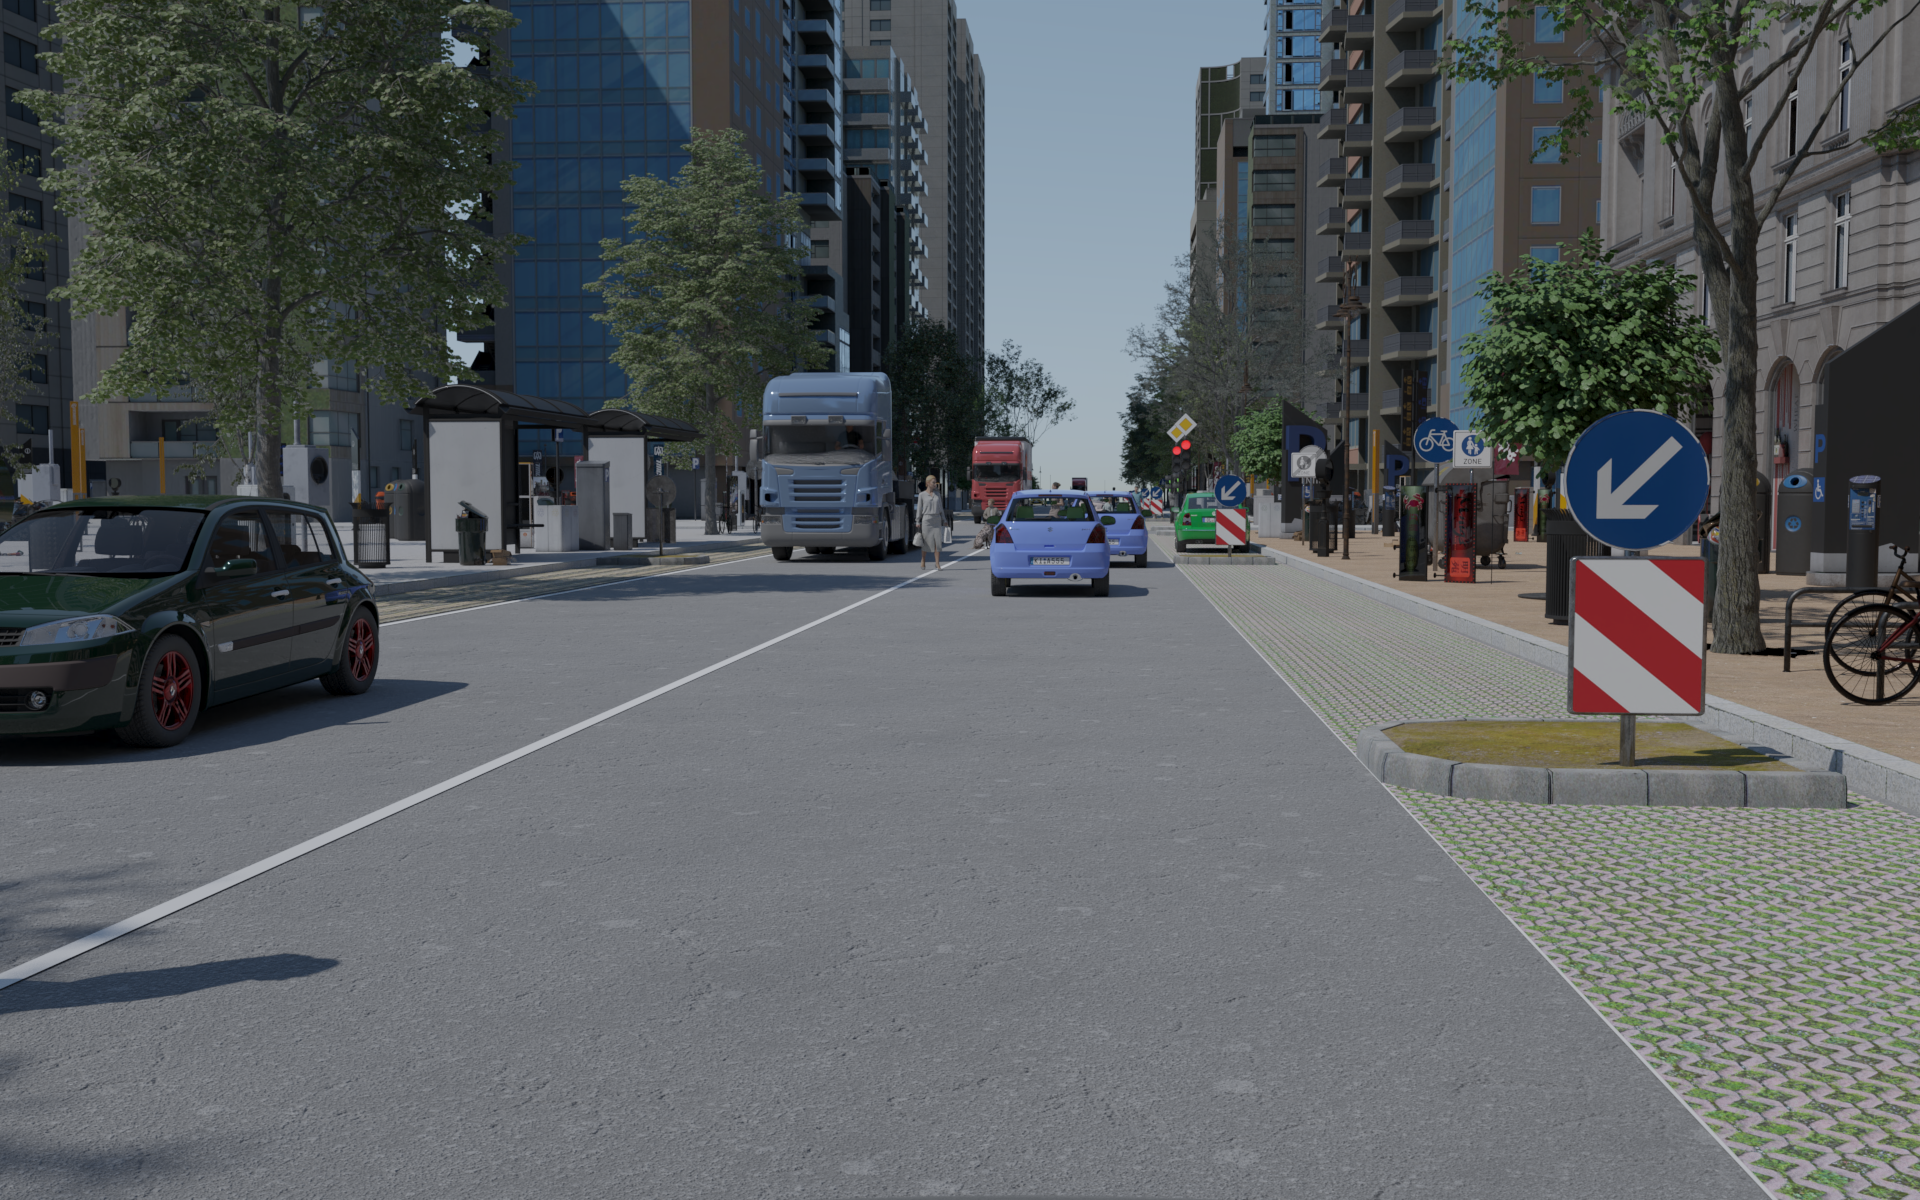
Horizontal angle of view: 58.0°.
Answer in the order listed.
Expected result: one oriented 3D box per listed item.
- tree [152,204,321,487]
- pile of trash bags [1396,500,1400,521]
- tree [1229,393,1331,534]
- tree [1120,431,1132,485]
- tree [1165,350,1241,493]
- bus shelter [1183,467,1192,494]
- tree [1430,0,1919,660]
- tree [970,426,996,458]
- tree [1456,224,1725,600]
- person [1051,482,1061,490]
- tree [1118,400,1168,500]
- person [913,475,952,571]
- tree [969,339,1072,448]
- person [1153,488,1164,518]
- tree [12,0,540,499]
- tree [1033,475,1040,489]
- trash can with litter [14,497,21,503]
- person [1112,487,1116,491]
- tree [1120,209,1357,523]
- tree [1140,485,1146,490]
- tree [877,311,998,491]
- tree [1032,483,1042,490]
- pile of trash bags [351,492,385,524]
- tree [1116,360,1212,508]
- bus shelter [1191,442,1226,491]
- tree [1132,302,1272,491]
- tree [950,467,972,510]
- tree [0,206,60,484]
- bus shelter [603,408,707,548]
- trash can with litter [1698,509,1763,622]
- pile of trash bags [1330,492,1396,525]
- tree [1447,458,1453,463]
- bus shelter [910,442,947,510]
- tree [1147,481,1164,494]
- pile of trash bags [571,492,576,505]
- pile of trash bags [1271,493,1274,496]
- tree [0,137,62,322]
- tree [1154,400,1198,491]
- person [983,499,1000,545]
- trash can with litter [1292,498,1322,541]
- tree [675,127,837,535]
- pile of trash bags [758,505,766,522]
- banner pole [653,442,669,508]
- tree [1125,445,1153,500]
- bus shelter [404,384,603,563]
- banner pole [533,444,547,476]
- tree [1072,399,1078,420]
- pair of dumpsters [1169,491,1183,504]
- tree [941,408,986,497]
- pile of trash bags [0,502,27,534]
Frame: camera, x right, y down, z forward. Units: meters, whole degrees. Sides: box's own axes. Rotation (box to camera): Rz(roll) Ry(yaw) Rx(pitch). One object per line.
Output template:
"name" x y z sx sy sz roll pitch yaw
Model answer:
"tree" -17.587 -5.631 42.430 4.360 8.622 3.978 0 3 0
"pile of trash bags" 20.227 -4.446 82.437 3.447 1.369 1.912 0 4 6
"tree" 10.416 -4.441 56.325 4.285 4.588 4.351 0 3 0
"tree" 27.266 -20.875 259.424 7.486 12.596 7.792 0 3 0
"tree" 12.227 -8.252 85.282 4.360 8.622 3.978 0 3 0
"bus shelter" 16.351 -8.000 122.082 1.731 3.624 6.357 0 4 5
"tree" 6.135 -5.382 13.746 9.928 11.665 9.643 0 3 0
"tree" 2.850 -13.933 178.173 4.360 8.622 3.978 0 3 0
"tree" 7.592 -2.289 21.135 4.285 4.588 4.351 0 3 0
"person" 2.703 -2.528 50.172 0.374 1.781 0.599 -3 4 -36
"tree" 23.859 -17.835 208.607 9.611 12.733 9.660 0 3 0
"person" -0.526 -1.451 32.582 0.694 1.780 0.624 -1 4 -9
"tree" 6.622 -21.596 208.975 12.611 20.169 13.585 0 3 0
"person" 11.092 -5.380 96.639 0.728 1.800 0.709 -1 4 -18
"tree" -9.548 -6.499 24.387 7.486 12.596 7.792 0 3 0
"tree" 10.376 -16.916 260.289 4.285 4.588 4.351 0 3 0
"trash can with litter" -41.863 -3.992 76.654 1.055 1.170 0.624 1 4 21
"person" 9.100 -5.795 103.028 0.659 1.850 0.755 2 4 33
"tree" 11.991 -10.109 75.646 12.009 13.543 11.850 0 3 0
"tree" 29.021 -16.953 271.774 1.663 3.219 1.824 0 3 0
"tree" -2.139 -11.734 108.860 9.611 12.733 9.660 0 3 0
"tree" 13.357 -18.398 295.415 1.663 3.219 1.824 0 3 0
"pile of trash bags" -24.823 -3.921 73.865 1.912 1.369 3.447 -2 4 -25
"tree" 19.029 -15.311 156.989 9.857 13.997 8.962 0 3 0
"bus shelter" 16.232 -8.357 114.268 2.179 5.291 8.768 0 4 5
"tree" 14.753 -11.268 102.359 7.486 12.596 7.792 0 3 0
"tree" 0.278 -9.569 140.174 4.285 4.588 4.351 0 3 0
"tree" -23.615 -5.573 41.483 4.360 8.622 3.978 0 3 0
"bus shelter" -8.003 -3.043 43.685 2.014 3.302 5.546 0 4 5
"trash can with litter" 7.585 -0.371 17.450 0.624 1.170 1.055 0 4 -7
"pile of trash bags" 15.956 -3.797 71.840 3.447 1.369 1.912 -2 4 -24
"tree" 21.009 -4.842 73.773 1.663 3.219 1.824 0 3 0
"bus shelter" -2.135 -8.827 121.952 2.179 5.291 8.768 0 4 5
"tree" 22.039 -11.983 190.521 1.663 3.219 1.824 0 3 0
"pile of trash bags" -19.594 -4.394 81.587 3.447 1.369 1.912 -1 4 -19
"pile of trash bags" 17.378 -5.046 92.250 3.447 1.369 1.912 -3 5 -40
"tree" -18.561 -4.939 31.116 4.737 8.622 4.395 0 3 0
"tree" 16.784 -11.116 132.115 4.737 8.622 4.395 0 3 0
"person" 0.896 -2.199 48.725 0.475 1.303 0.640 0 4 -7
"trash can with litter" 9.396 -2.184 47.103 0.624 1.170 1.055 -2 4 -24
"tree" -7.704 -8.292 53.697 7.486 12.596 7.792 0 3 0
"pile of trash bags" -8.096 -4.223 78.799 1.912 1.369 3.447 -1 4 -19
"banner pole" -13.124 -5.286 76.442 0.863 3.779 0.401 0 4 2
"tree" 31.040 -21.795 290.759 7.601 10.594 8.767 3 5 41
"bus shelter" -8.998 -2.489 34.614 2.014 3.302 5.546 0 4 5
"banner pole" -20.855 -5.885 86.240 0.863 3.779 0.401 -2 4 -25
"tree" 10.316 -23.400 238.471 12.611 20.169 13.585 0 3 0
"pair of dumpsters" 17.870 -8.486 141.234 1.574 2.255 4.437 0 4 5
"tree" -0.157 -10.970 129.720 4.737 8.622 4.395 0 3 0
"pile of trash bags" -26.234 -2.308 47.484 1.912 1.369 3.447 3 5 43
